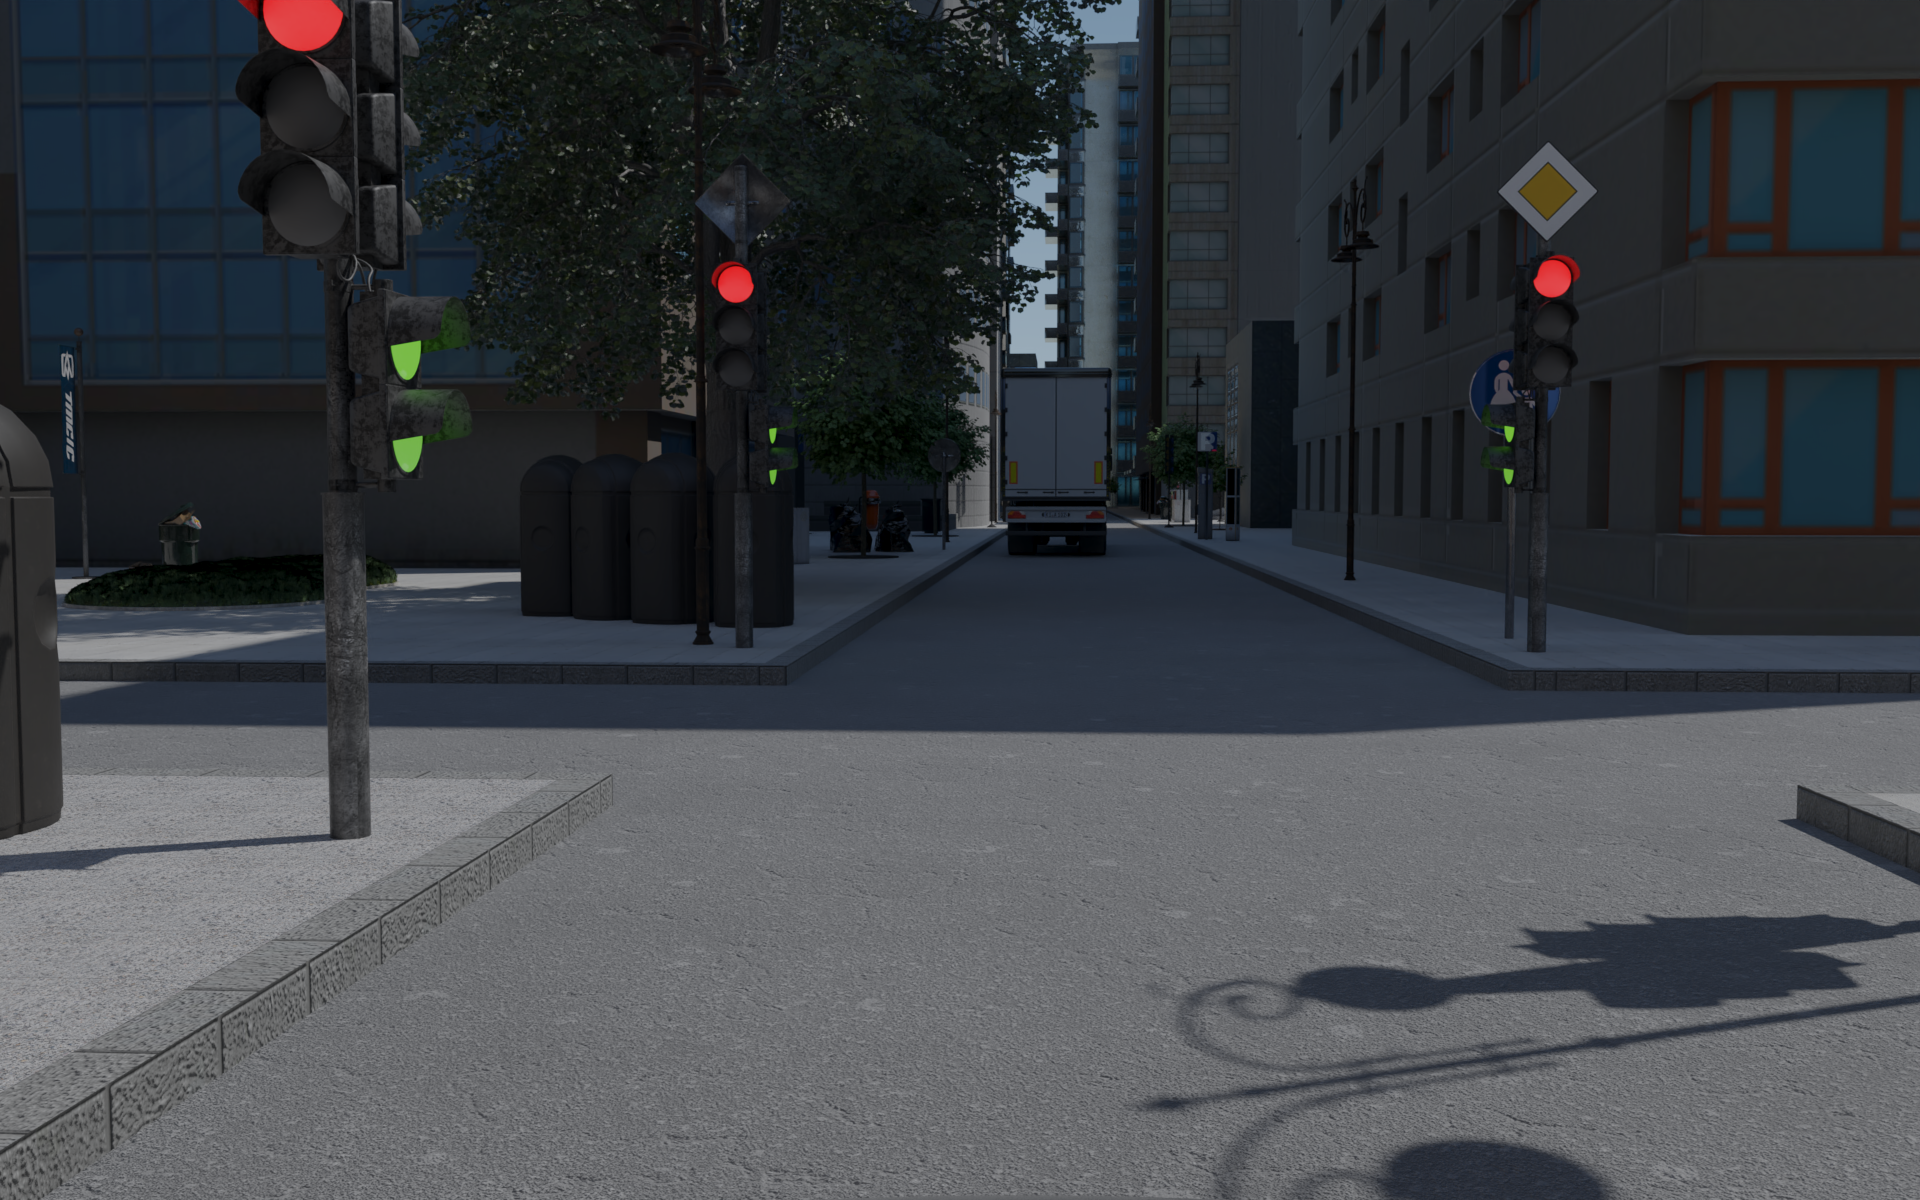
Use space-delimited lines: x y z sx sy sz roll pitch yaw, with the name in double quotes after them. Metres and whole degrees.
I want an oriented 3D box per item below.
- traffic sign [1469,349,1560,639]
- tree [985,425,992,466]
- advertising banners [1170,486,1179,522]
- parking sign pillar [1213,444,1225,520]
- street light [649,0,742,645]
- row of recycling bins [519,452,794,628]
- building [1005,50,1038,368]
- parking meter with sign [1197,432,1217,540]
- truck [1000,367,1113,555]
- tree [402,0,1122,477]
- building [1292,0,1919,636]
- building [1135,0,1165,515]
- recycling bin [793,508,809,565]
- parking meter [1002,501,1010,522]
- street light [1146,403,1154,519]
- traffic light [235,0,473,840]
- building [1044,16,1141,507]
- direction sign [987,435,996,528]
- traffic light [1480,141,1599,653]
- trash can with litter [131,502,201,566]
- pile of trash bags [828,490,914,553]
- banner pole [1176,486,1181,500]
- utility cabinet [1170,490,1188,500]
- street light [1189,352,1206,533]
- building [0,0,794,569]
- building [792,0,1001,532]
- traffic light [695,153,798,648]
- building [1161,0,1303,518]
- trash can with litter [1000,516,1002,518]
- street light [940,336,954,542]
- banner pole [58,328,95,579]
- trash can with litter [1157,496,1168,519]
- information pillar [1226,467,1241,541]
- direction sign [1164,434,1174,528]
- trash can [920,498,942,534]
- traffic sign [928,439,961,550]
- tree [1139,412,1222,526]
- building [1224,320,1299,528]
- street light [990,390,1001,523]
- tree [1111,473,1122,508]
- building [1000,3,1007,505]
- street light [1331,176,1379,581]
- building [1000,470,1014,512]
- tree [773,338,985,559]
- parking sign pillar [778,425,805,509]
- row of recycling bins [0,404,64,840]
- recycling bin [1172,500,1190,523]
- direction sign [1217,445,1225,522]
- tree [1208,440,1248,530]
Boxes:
4.877 -0.929 15.302 0.768 2.556 0.104 1 4 11 "traffic sign"
-0.801 -4.203 52.434 4.285 4.588 4.351 0 3 0 "tree"
9.951 -5.138 80.198 0.090 3.025 2.074 1 4 19 "advertising banners"
12.936 -5.971 86.103 1.447 3.967 1.447 2 4 33 "parking sign pillar"
-2.194 -2.558 14.613 0.468 5.910 1.993 0 4 3 "street light"
-3.152 -0.644 17.639 3.534 1.692 1.069 2 4 34 "row of recycling bins"
-7.250 -53.267 183.585 31.000 86.520 22.319 0 4 3 "building"
7.006 -3.244 49.302 0.543 3.016 1.738 0 4 6 "parking meter with sign"
2.526 -3.371 44.036 2.839 4.237 11.283 0 4 4 "truck"
-2.807 -7.006 21.212 9.857 13.997 8.962 0 3 0 "tree"
21.880 -11.190 27.995 28.899 21.520 27.650 0 4 3 "building"
20.053 -29.055 125.156 14.600 45.320 14.200 0 4 3 "building"
-3.250 -1.175 31.761 0.722 1.027 0.722 3 4 39 "recycling bin"
2.117 -4.503 79.333 0.255 1.863 0.399 1 4 21 "parking meter"
9.692 -7.071 88.404 0.468 5.910 1.993 0 4 3 "street light"
-2.268 -1.067 6.373 0.839 4.253 0.868 0 4 3 "traffic light"
24.305 -34.515 183.936 30.456 49.044 23.786 0 4 3 "building"
1.221 -4.556 66.480 0.379 3.537 0.876 0 4 1 "direction sign"
4.667 -1.532 13.968 0.839 4.253 0.868 0 4 3 "traffic light"
-11.439 -0.820 24.801 1.055 1.170 0.624 -2 4 -25 "trash can with litter"
-2.049 -1.821 39.528 1.912 1.369 3.447 0 4 -3 "pile of trash bags"
10.525 -5.761 84.210 0.863 3.779 0.401 2 4 34 "banner pole"
11.175 -4.894 88.700 1.173 1.500 0.318 -3 5 -43 "utility cabinet"
7.742 -5.124 56.558 0.468 5.910 1.993 0 4 3 "street light"
-11.451 -23.559 35.304 14.600 45.320 14.200 0 4 3 "building"
-9.357 -32.293 69.992 21.231 58.520 28.212 0 4 3 "building"
-1.783 -1.555 14.343 0.839 4.253 0.868 0 4 3 "traffic light"
18.371 -25.285 96.997 14.154 41.232 14.086 0 4 3 "building"
2.008 -4.750 89.053 1.055 1.170 0.624 -1 4 -9 "trash can with litter"
-0.345 -4.468 45.846 0.468 5.910 1.993 0 4 3 "street light"
-13.248 -2.197 25.935 0.401 3.779 0.863 0 4 -2 "banner pole"
10.435 -4.637 87.206 0.624 1.170 1.055 3 5 44 "trash can with litter"
7.449 -2.615 47.249 0.304 2.012 0.304 2 4 32 "information pillar"
7.987 -4.534 66.133 0.379 3.537 0.876 2 4 27 "direction sign"
-0.935 -2.735 56.364 0.748 1.137 0.748 0 3 0 "trash can"
-0.370 -2.425 39.754 0.768 2.556 0.104 1 4 11 "traffic sign"
8.854 -5.226 69.154 4.285 4.588 4.351 0 3 0 "tree"
21.677 -45.489 56.421 22.319 86.520 31.000 0 4 3 "building"
1.599 -6.362 76.811 0.468 5.910 1.993 0 4 3 "street light"
13.748 -9.890 156.302 1.663 3.219 1.824 0 3 0 "tree"
-6.810 -32.421 153.782 21.600 48.544 21.300 0 4 3 "building"
5.802 -3.230 25.593 0.468 5.910 1.993 0 4 3 "street light"
-11.850 -26.852 130.903 32.217 40.220 23.993 0 4 3 "building"
-2.028 -3.124 34.789 4.285 4.588 4.351 0 3 0 "tree"
-5.359 -3.941 52.912 1.447 3.967 1.447 3 4 39 "parking sign pillar"
-5.231 0.013 6.901 3.534 1.692 1.069 1 4 10 "row of recycling bins"
9.977 -4.011 78.137 0.722 1.027 0.722 0 4 -2 "recycling bin"
12.075 -5.383 80.013 0.876 3.537 0.379 1 4 8 "direction sign"
9.225 -4.088 61.448 1.663 3.219 1.824 0 3 0 "tree"
